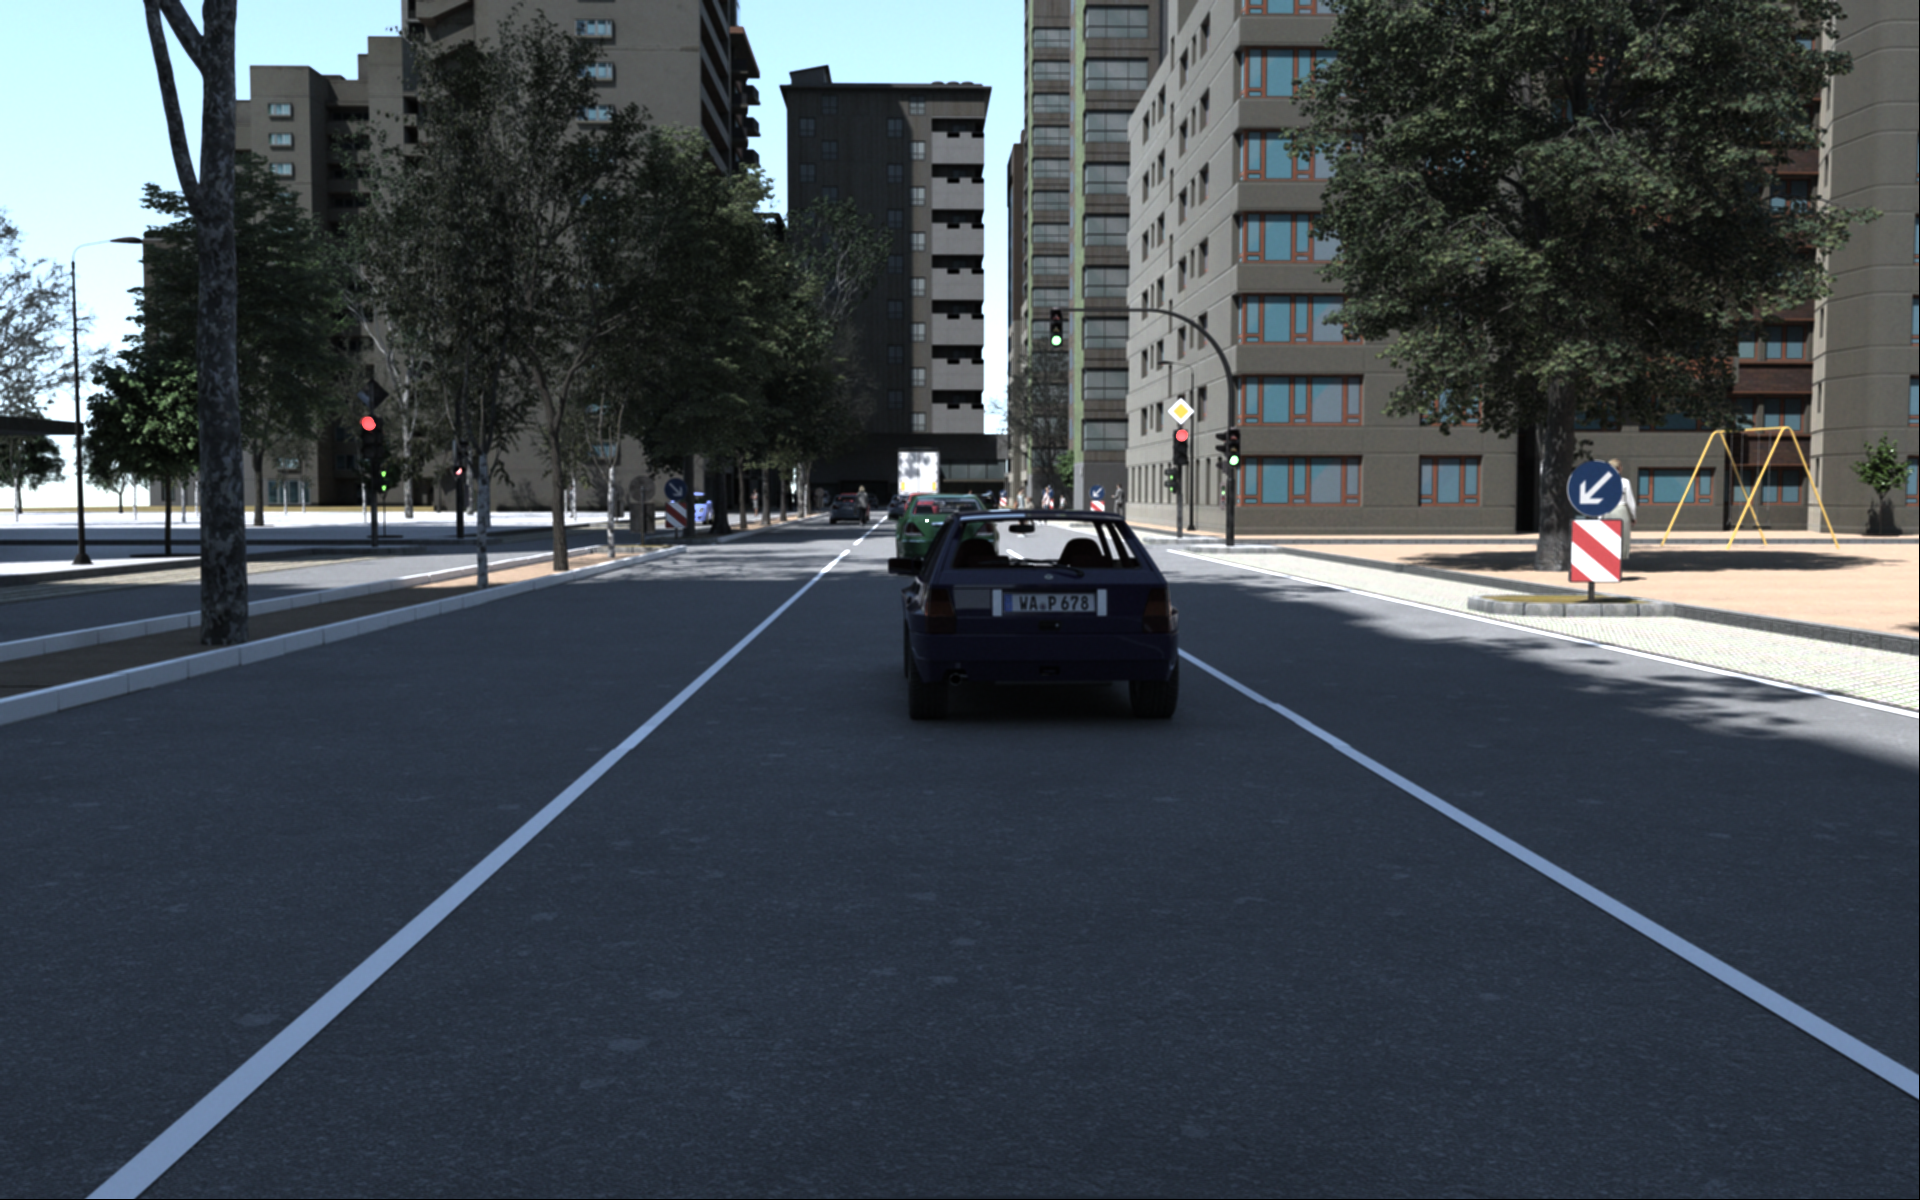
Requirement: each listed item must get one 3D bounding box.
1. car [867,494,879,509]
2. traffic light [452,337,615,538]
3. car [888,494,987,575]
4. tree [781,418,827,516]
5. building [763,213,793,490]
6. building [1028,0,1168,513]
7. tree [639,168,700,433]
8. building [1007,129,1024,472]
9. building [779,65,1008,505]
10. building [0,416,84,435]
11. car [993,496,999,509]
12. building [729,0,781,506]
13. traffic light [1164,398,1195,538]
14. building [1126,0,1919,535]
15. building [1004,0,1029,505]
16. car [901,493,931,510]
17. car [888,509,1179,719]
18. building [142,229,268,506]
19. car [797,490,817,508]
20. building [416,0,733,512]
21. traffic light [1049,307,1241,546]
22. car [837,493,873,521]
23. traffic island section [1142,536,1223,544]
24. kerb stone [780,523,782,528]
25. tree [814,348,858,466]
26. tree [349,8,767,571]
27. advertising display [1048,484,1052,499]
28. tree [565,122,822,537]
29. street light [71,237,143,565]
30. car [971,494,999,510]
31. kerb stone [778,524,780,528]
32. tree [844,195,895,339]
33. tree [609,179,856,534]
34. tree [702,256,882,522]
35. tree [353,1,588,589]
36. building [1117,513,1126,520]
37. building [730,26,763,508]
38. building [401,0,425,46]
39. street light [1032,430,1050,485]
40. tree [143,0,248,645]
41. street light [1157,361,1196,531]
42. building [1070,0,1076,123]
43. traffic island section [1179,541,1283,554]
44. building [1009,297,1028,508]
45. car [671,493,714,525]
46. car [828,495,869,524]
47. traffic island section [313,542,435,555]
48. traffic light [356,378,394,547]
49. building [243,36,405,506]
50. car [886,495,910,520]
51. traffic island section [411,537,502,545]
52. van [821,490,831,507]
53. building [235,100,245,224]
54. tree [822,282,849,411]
[{"bbox_3d":[-9.042,-9.804,172.296,2.014,1.417,4.499,0,4,-3],"label":"car"},{"bbox_3d":[-12.351,-4.613,50.092,4.771,5.953,1.251,0,4,-2],"label":"traffic light"},{"bbox_3d":[-0.276,-1.248,32.201,2.131,1.459,4.920,0,4,-2],"label":"car"},{"bbox_3d":[-9.921,-9.680,111.091,4.360,8.622,3.978,0,3,0],"label":"tree"},{"bbox_3d":[-33.957,-32.586,224.665,23.993,40.220,32.217,0,4,-2],"label":"building"},{"bbox_3d":[12.543,-28.135,143.599,14.154,41.232,14.086,0,4,-2],"label":"building"},{"bbox_3d":[-7.859,-5.265,38.906,4.360,8.622,3.978,0,3,0],"label":"tree"},{"bbox_3d":[13.331,-34.619,216.125,14.200,45.320,14.600,0,4,-2],"label":"building"},{"bbox_3d":[-8.140,-38.700,221.983,27.495,52.752,28.713,0,4,-2],"label":"building"},{"bbox_3d":[-35.294,-22.933,29.581,28.867,44.769,22.147,0,4,-2],"label":"building"},{"bbox_3d":[1.728,-6.603,120.543,1.945,1.354,3.894,0,4,-3],"label":"car"},{"bbox_3d":[-36.041,-53.527,187.831,31.000,86.520,22.319,0,4,-2],"label":"building"},{"bbox_3d":[6.413,-3.772,50.589,0.839,4.253,0.868,0,4,-2],"label":"traffic light"},{"bbox_3d":[22.609,-13.600,67.398,28.899,21.520,27.650,0,4,-2],"label":"building"},{"bbox_3d":[15.657,-46.001,190.364,20.563,71.187,20.611,0,4,-2],"label":"building"},{"bbox_3d":[-1.964,-4.936,89.750,2.155,1.783,4.494,0,4,-2],"label":"car"},{"bbox_3d":[0.462,0.012,12.384,1.945,1.354,3.894,0,4,-3],"label":"car"},{"bbox_3d":[-80.277,-25.702,191.927,14.107,30.474,14.160,0,4,-2],"label":"building"},{"bbox_3d":[-15.203,-10.118,174.101,2.281,1.827,5.304,0,4,-1],"label":"car"},{"bbox_3d":[-29.608,-31.266,134.900,21.300,48.544,21.600,0,4,-2],"label":"building"},{"bbox_3d":[4.545,-4.143,42.408,4.771,5.953,1.251,0,4,-2],"label":"traffic light"},{"bbox_3d":[-5.720,-5.085,92.172,2.155,1.783,4.494,0,4,-2],"label":"car"},{"bbox_3d":[6.454,-1.738,50.704,2.009,0.180,2.903,0,4,-2],"label":"traffic island section"},{"bbox_3d":[-7.695,-3.101,72.903,0.120,0.150,1.000,0,4,-2],"label":"kerb stone"},{"bbox_3d":[-8.819,-8.187,70.724,8.767,10.594,7.601,0,4,-2],"label":"tree"},{"bbox_3d":[-7.396,-5.830,32.196,8.767,10.594,7.601,0,4,-2],"label":"tree"},{"bbox_3d":[6.050,-6.798,116.354,0.123,1.923,0.974,0,4,-5],"label":"advertising display"},{"bbox_3d":[-8.452,-8.117,53.299,7.486,12.596,7.792,0,3,0],"label":"tree"},{"bbox_3d":[-15.446,-3.599,31.379,1.470,5.913,1.316,0,4,-2],"label":"street light"},{"bbox_3d":[1.061,-4.932,90.424,2.009,1.686,4.222,0,4,-2],"label":"car"},{"bbox_3d":[-7.670,-3.039,71.876,0.120,0.150,1.000,0,4,-2],"label":"kerb stone"},{"bbox_3d":[-10.540,-14.868,101.439,12.611,20.169,13.585,0,3,0],"label":"tree"},{"bbox_3d":[-8.597,-8.713,61.927,9.611,12.733,9.660,0,3,0],"label":"tree"},{"bbox_3d":[-9.093,-10.773,88.965,12.009,13.543,11.850,0,3,0],"label":"tree"},{"bbox_3d":[-7.218,-4.481,26.082,4.360,8.622,3.978,0,3,0],"label":"tree"},{"bbox_3d":[12.964,-24.980,92.025,14.154,41.232,14.086,0,4,-2],"label":"building"},{"bbox_3d":[-30.103,-30.946,160.590,22.147,44.769,28.867,0,4,-2],"label":"building"},{"bbox_3d":[-56.724,-47.610,216.675,20.611,71.187,20.563,0,4,-2],"label":"building"},{"bbox_3d":[5.892,-9.337,125.203,1.470,5.913,1.316,0,4,-2],"label":"street light"},{"bbox_3d":[-8.251,-9.687,16.732,12.611,20.169,13.585,0,3,0],"label":"tree"},{"bbox_3d":[7.566,-5.380,60.498,1.470,5.913,1.316,0,4,-2],"label":"street light"},{"bbox_3d":[15.004,-28.639,118.352,14.600,45.320,14.200,0,4,-2],"label":"building"},{"bbox_3d":[6.674,-1.250,42.722,2.009,0.180,2.903,0,4,-2],"label":"traffic island section"},{"bbox_3d":[19.315,-19.708,167.263,27.650,21.520,28.899,0,4,-2],"label":"building"},{"bbox_3d":[-12.511,-4.361,80.893,1.945,1.707,3.694,0,4,-2],"label":"car"},{"bbox_3d":[-5.427,-4.415,84.192,2.014,1.417,4.499,0,4,-2],"label":"car"},{"bbox_3d":[-14.260,-1.215,42.151,2.009,0.180,2.903,0,4,-2],"label":"traffic island section"},{"bbox_3d":[-14.219,-3.248,42.018,0.839,4.253,0.868,0,4,-2],"label":"traffic light"},{"bbox_3d":[-62.343,-34.558,188.716,21.600,48.544,21.300,0,4,-2],"label":"building"},{"bbox_3d":[-3.125,-5.179,96.682,2.014,1.417,4.499,0,4,-1],"label":"car"},{"bbox_3d":[-14.480,-1.704,50.133,2.009,0.180,2.903,0,4,-2],"label":"traffic island section"},{"bbox_3d":[-15.821,-11.748,199.098,2.013,2.044,4.112,0,4,-2],"label":"van"},{"bbox_3d":[-77.852,-36.272,216.753,21.600,48.544,21.300,0,4,-2],"label":"building"},{"bbox_3d":[-8.968,-9.693,79.057,7.486,12.596,7.792,0,3,0],"label":"tree"}]
